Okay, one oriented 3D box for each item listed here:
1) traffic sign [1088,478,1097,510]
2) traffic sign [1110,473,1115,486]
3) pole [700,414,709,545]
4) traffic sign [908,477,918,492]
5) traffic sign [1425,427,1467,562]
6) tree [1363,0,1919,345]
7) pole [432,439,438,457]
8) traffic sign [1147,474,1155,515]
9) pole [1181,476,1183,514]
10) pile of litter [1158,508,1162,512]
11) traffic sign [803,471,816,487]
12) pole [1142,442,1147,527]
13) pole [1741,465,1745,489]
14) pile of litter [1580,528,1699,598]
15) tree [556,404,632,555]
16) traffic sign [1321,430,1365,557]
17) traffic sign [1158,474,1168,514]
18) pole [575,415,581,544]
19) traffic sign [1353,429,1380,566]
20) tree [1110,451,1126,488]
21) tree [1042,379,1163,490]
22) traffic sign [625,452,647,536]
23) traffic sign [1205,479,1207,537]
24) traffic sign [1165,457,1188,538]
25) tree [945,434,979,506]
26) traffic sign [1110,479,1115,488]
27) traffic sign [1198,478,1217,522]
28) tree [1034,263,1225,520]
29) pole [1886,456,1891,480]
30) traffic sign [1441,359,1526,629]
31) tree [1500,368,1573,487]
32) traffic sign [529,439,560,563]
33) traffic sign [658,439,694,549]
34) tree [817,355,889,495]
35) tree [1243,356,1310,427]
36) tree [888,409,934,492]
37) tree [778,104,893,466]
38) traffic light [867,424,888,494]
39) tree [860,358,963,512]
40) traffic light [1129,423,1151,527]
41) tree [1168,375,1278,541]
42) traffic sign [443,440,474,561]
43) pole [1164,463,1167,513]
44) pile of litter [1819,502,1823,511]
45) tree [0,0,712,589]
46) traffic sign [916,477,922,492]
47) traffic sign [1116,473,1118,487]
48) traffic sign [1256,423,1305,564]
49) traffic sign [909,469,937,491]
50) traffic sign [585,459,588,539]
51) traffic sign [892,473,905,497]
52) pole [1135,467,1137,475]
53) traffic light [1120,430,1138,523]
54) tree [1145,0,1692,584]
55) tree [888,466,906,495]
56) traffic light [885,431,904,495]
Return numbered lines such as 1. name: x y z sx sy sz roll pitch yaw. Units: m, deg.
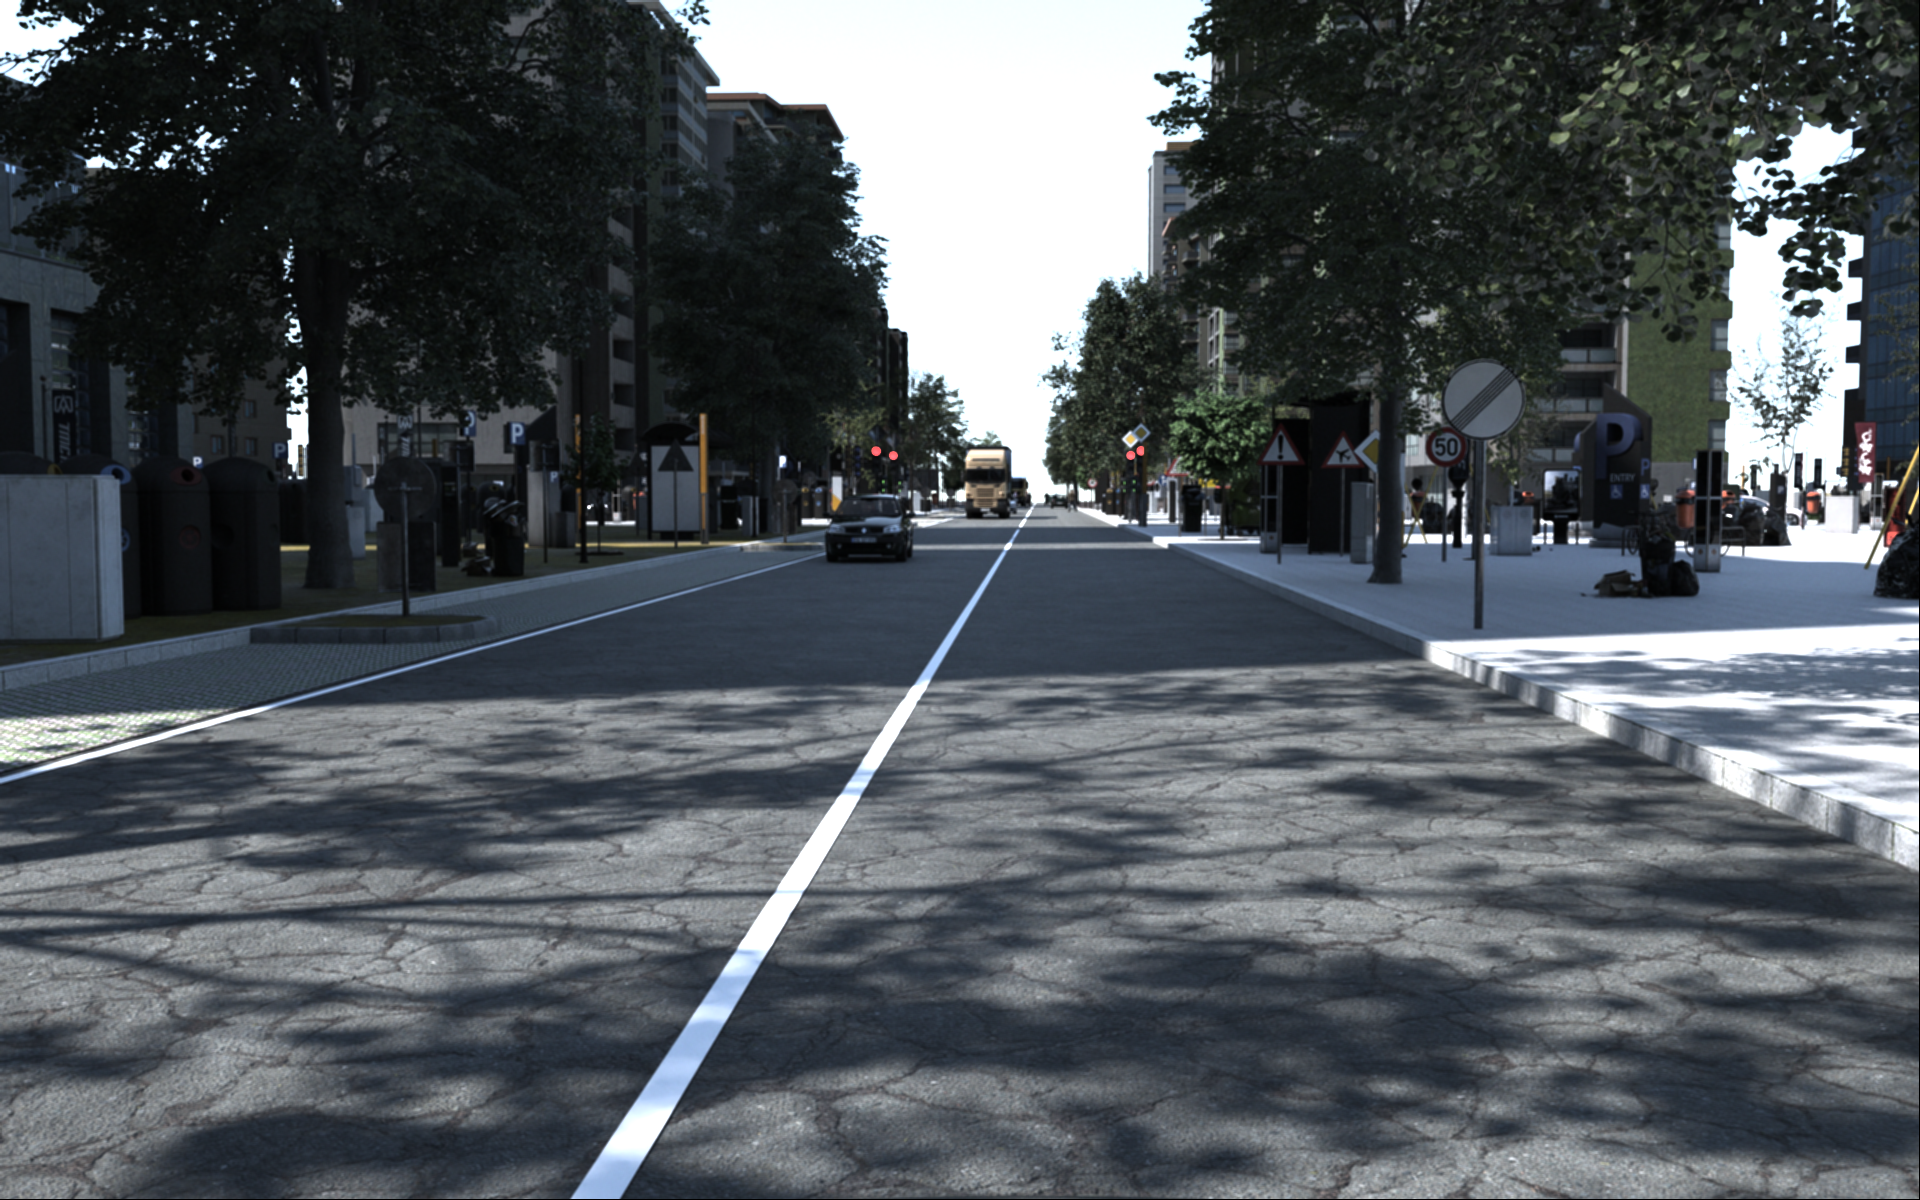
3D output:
1. traffic sign: 10.451 -8.352 136.666 0.768 2.556 0.104 1 4 11
2. traffic sign: 13.413 -9.625 151.249 2.265 3.308 0.079 0 4 3
3. pole: -6.500 -3.070 44.033 0.158 3.312 0.155 0 3 0
4. traffic sign: -3.486 -7.864 128.678 0.768 2.556 0.104 1 4 11
5. traffic sign: 9.189 -2.000 32.798 0.768 2.556 0.104 1 4 9
6. tree: 6.125 -6.279 9.319 9.857 13.997 8.962 0 3 0
7. pole: -19.442 -4.304 64.219 0.158 3.312 0.155 0 3 0
8. traffic sign: 11.787 -6.592 107.893 0.768 2.556 0.104 0 4 6
9. pole: 14.472 -7.298 113.172 0.158 3.312 0.155 0 3 0
10. pile of litter: 13.999 -6.829 125.627 1.719 0.858 1.176 -2 4 -28
11. traffic sign: -8.416 -5.923 96.939 0.768 2.556 0.104 0 4 4
12. pole: 7.206 -4.508 67.547 0.158 3.312 0.155 0 3 0
13. pole: 54.404 -7.738 120.351 0.158 3.312 0.155 0 3 0
14. pile of litter: 8.594 -0.486 21.905 1.719 0.858 1.176 -1 4 -11
15. tree: -7.593 -2.580 36.789 1.663 3.219 1.824 0 3 0
16. traffic sign: 7.804 -2.162 35.355 0.884 2.594 0.081 0 4 5
17. traffic sign: 13.082 -6.786 111.060 0.768 2.556 0.104 1 4 10
18. pole: -9.796 -3.105 44.608 0.158 3.312 0.155 0 3 0
19. traffic sign: 7.366 -1.808 30.754 0.795 2.450 0.064 0 4 5
20. tree: 11.543 -10.881 128.271 4.737 8.622 4.395 0 3 0
21. tree: 10.710 -11.399 120.793 7.601 10.594 8.767 2 4 24
22. traffic sign: -9.897 -3.250 53.140 0.884 2.594 0.081 1 4 11
23. traffic sign: 7.373 -3.108 51.998 0.795 2.450 0.064 1 4 10
24. traffic sign: 6.492 -3.124 51.079 0.884 2.594 0.081 1 4 11
25. tree: -0.032 -14.455 186.698 4.737 8.622 4.395 0 3 0
26. traffic sign: 12.909 -9.094 148.694 0.884 2.594 0.081 0 4 5
27. traffic sign: 11.868 -5.153 78.120 2.265 3.308 0.079 1 4 10
28. tree: 8.534 -10.363 86.444 9.611 12.733 9.660 0 3 0
29. pole: 50.323 -6.122 93.930 0.158 3.312 0.155 0 3 0
30. traffic sign: 4.941 -0.998 16.429 0.768 2.556 0.104 1 4 12
31. tree: 27.310 -8.194 84.333 4.360 8.622 3.978 0 3 0
32. traffic sign: -7.703 -1.836 32.149 0.606 2.300 0.079 1 4 10
33. traffic sign: -6.678 -2.487 40.669 0.884 2.594 0.081 1 4 10
34. tree: -5.373 -8.341 86.742 4.737 8.622 4.395 0 3 0
35. tree: 16.459 -8.534 89.894 4.737 8.622 4.395 0 3 0
36. tree: -3.527 -11.388 136.558 4.360 8.622 3.978 0 3 0
37. tree: -6.659 -9.281 58.398 9.857 13.997 8.962 0 3 0
38. traffic light: -3.283 -4.889 68.858 0.839 4.253 0.868 0 4 3
39. tree: -3.575 -11.341 119.830 8.767 10.594 7.601 2 4 34
40. traffic light: 7.118 -4.860 68.390 0.839 4.253 0.868 0 4 3
41. tree: 7.234 -3.925 47.884 4.285 4.588 4.351 0 3 0
42. traffic sign: -9.538 -1.887 32.977 0.606 2.300 0.079 0 4 5
43. pole: 13.679 -7.425 115.245 0.158 3.312 0.155 0 3 0
44. pile of litter: 58.327 -6.326 117.396 1.176 0.858 1.719 -1 4 -15
45. tree: -8.563 -7.143 23.437 9.857 13.997 8.962 0 3 0
46. traffic sign: -3.360 -8.182 133.777 0.884 2.594 0.081 1 4 8
47. traffic sign: 14.034 -9.209 144.444 2.265 3.308 0.079 0 4 4
48. traffic sign: 5.863 -1.940 31.728 0.884 2.594 0.081 1 4 9
49. traffic sign: -3.018 -8.956 140.311 2.265 3.308 0.079 1 4 9
50. traffic sign: -10.746 -3.025 49.560 0.768 2.556 0.104 1 4 12
51. traffic sign: -3.731 -6.387 104.540 0.768 2.556 0.104 0 4 7
52. pole: 11.722 -7.461 115.830 0.158 3.312 0.155 0 3 0
53. traffic light: 7.491 -5.348 76.366 0.839 4.253 0.868 0 4 3
54. tree: 6.362 -6.537 25.008 7.486 12.596 7.792 0 3 0
55. tree: -4.387 -6.882 107.115 1.663 3.219 1.824 0 3 0
56. traffic light: -2.910 -5.377 76.834 0.839 4.253 0.868 0 4 3
